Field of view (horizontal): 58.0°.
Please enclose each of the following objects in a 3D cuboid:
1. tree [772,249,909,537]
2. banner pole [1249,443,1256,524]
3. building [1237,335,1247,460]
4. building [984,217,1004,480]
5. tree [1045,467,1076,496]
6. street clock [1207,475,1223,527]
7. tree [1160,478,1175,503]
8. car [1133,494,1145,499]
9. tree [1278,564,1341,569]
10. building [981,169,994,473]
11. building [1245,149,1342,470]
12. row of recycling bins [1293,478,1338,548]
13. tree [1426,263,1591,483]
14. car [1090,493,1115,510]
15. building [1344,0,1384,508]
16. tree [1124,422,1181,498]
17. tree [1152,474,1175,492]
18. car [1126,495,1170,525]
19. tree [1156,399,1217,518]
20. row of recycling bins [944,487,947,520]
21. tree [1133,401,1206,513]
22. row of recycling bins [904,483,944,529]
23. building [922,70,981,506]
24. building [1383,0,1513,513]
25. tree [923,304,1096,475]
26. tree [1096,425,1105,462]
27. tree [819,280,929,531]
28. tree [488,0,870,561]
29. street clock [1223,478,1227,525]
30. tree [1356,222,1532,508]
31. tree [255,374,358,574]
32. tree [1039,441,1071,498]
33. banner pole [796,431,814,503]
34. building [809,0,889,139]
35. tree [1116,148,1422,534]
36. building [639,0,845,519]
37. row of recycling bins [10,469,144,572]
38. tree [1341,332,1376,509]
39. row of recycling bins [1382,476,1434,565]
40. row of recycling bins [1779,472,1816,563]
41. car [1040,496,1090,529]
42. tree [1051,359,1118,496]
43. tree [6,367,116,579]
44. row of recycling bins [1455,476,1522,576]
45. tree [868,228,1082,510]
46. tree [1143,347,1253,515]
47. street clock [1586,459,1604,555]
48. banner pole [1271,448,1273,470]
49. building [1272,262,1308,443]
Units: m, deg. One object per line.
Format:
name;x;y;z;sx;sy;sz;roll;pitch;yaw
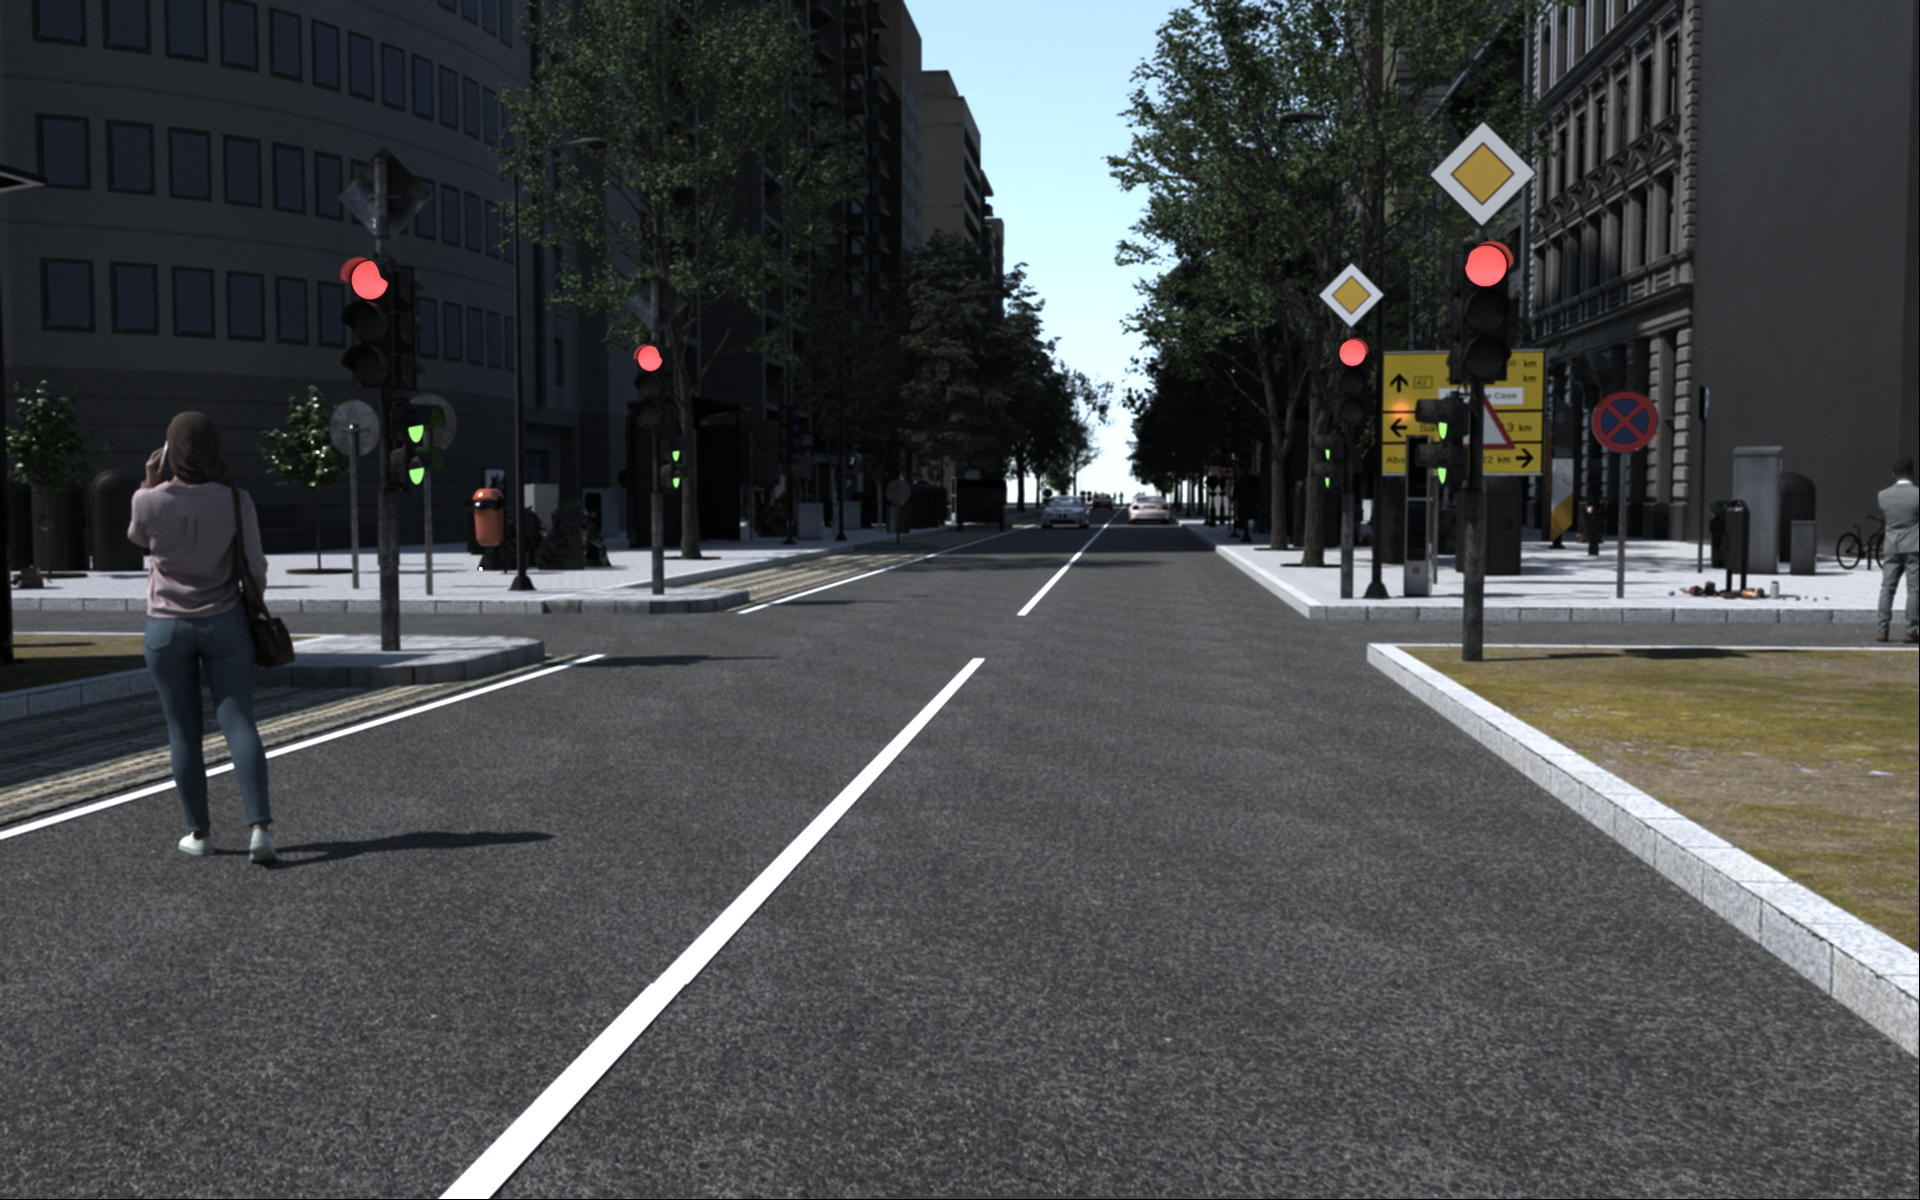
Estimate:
tree;-3.718;-6.205;51.810;4.737;8.622;4.395;0;3;0
banner pole;12.450;-5.147;74.165;0.401;3.779;0.863;-2;4;-33
building;46.693;-36.374;244.818;14.600;45.320;14.200;0;4;6
building;-1.162;-34.647;250.074;14.154;41.232;14.086;0;4;6
tree;11.133;-12.724;191.755;4.285;4.588;4.351;0;3;0
street clock;9.816;-3.832;67.228;0.358;2.002;0.471;-2;4;-26
tree;29.214;-15.520;248.353;1.663;3.219;1.824;0;3;0
car;23.705;-13.357;227.426;2.155;1.783;4.494;0;4;6
tree;6.390;-6.382;30.104;9.928;11.665;9.643;0;3;0
building;-7.160;-35.132;229.026;22.147;44.769;28.867;0;4;6
building;47.604;-34.772;223.139;22.147;44.769;28.867;0;4;6
row of recycling bins;8.661;-2.166;42.527;1.069;1.692;3.534;0;4;8
tree;17.002;-6.315;53.616;4.360;8.622;3.978;0;3;0
car;12.698;-8.892;154.425;2.155;1.783;4.494;0;4;4
building;34.303;-28.739;119.999;14.600;45.320;14.200;0;4;6
tree;25.260;-18.913;215.877;9.857;13.997;8.962;0;3;0
tree;28.329;-15.733;240.951;4.285;4.588;4.351;0;3;0
car;8.963;-4.277;82.293;2.083;1.381;4.827;0;4;4
tree;12.717;-8.723;92.981;4.360;8.622;3.978;0;3;0
row of recycling bins;-1.152;-4.883;86.948;1.069;1.692;3.534;0;4;4
tree;17.425;-12.427;137.596;8.767;10.594;7.601;2;4;29
row of recycling bins;-1.503;-3.588;65.773;1.069;1.692;3.534;1;4;9
building;-9.116;-35.448;203.278;21.300;48.544;21.600;0;4;6
building;32.770;-25.841;106.090;14.154;41.232;14.086;0;4;6
tree;2.110;-12.282;111.177;12.009;13.543;11.850;0;3;0
tree;13.602;-19.135;223.232;12.009;13.543;11.850;0;3;0
tree;-2.790;-6.659;59.240;4.360;8.622;3.978;0;3;0
tree;-5.449;-6.601;33.688;9.928;11.665;9.643;0;3;0
street clock;10.987;-4.156;72.522;0.358;2.002;0.471;1;4;17
tree;13.074;-5.870;46.341;4.737;8.622;4.395;0;3;0
tree;-10.544;-2.045;28.032;1.663;3.219;1.824;0;3;0
tree;8.605;-13.546;171.844;4.360;8.622;3.978;0;3;0
banner pole;-5.496;-4.321;60.664;0.863;3.779;0.401;1;4;11
building;-17.456;-29.337;134.288;22.147;44.769;28.867;0;4;6
tree;9.977;-8.510;56.153;9.611;12.733;9.660;0;3;0
building;-18.222;-41.008;108.739;20.563;71.187;20.611;0;4;6
row of recycling bins;-15.434;-1.343;29.074;3.534;1.692;1.069;0;4;7
tree;14.386;-7.029;65.284;4.360;8.622;3.978;0;3;0
row of recycling bins;8.545;-1.590;33.115;1.069;1.692;3.534;1;4;15
row of recycling bins;16.049;-1.646;34.031;1.069;1.692;3.534;1;4;18
car;4.480;-3.727;73.302;2.083;1.381;4.827;0;4;7
tree;15.976;-23.532;240.643;12.611;20.169;13.585;0;3;0
tree;-13.887;-1.958;26.620;1.663;3.219;1.824;0;3;0
row of recycling bins;8.743;-1.324;28.760;1.069;1.692;3.534;1;4;15
tree;0.033;-10.761;82.591;9.857;13.997;8.962;0;3;0
tree;15.043;-11.421;104.852;7.486;12.596;7.792;0;3;0
street clock;13.288;-1.938;36.264;0.358;2.002;0.471;2;4;26
banner pole;14.553;-5.580;81.249;0.863;3.779;0.401;-1;4;-8
building;42.726;-26.332;202.226;14.160;30.474;14.107;0;4;6
